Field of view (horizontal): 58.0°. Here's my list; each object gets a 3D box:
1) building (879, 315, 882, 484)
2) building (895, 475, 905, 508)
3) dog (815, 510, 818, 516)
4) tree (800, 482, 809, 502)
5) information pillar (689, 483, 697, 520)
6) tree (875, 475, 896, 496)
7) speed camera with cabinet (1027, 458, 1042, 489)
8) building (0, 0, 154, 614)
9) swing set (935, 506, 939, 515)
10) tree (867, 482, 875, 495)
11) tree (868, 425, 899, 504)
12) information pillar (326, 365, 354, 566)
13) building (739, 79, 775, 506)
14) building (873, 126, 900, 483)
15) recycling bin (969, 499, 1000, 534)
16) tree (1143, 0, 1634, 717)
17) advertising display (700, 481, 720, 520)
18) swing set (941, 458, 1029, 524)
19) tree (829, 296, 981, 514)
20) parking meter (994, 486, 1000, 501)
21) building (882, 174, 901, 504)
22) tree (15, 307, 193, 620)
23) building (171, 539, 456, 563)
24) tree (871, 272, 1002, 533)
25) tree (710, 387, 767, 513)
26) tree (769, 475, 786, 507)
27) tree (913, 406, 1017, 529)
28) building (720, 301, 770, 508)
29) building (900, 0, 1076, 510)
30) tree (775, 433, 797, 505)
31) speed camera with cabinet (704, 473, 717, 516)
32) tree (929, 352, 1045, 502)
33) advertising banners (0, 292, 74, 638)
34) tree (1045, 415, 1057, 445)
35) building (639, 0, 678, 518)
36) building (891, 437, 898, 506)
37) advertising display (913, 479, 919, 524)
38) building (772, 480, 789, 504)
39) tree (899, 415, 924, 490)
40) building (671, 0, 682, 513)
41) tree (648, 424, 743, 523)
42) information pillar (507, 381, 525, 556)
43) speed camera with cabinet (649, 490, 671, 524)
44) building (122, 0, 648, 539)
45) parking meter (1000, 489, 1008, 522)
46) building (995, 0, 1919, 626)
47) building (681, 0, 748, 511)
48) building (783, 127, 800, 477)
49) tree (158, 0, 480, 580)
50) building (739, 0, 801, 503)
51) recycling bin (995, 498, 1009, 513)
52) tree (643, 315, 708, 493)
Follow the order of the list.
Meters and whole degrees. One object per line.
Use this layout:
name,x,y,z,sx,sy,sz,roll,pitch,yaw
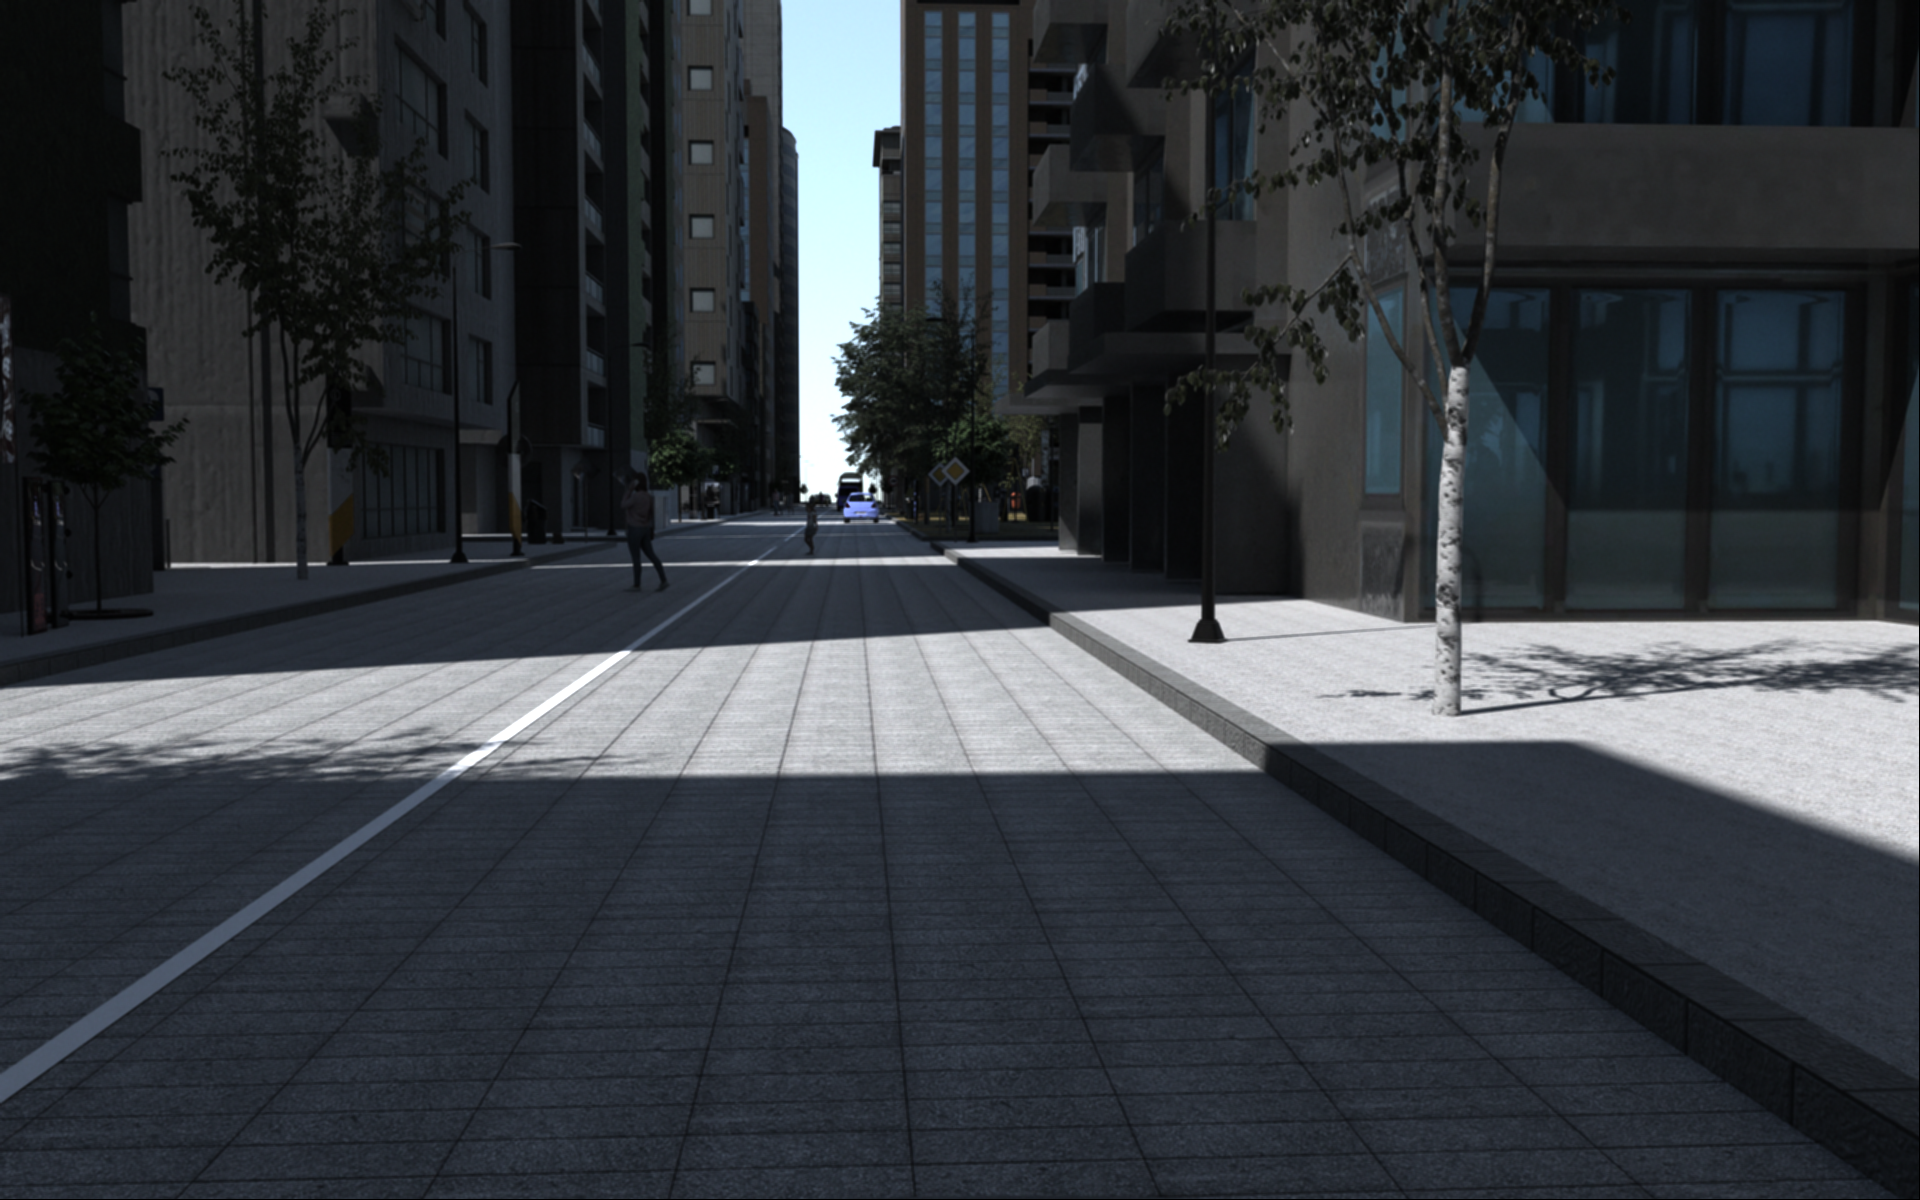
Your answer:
building,-1.649,-37.856,273.572,22.147,44.769,28.867,0,4,-4
building,10.218,-28.724,161.517,32.217,40.220,23.993,0,4,-4
dog,-9.595,-5.758,114.337,0.550,0.427,0.748,0,4,5
tree,-23.880,-16.575,265.608,1.663,3.219,1.824,0,3,0
information pillar,-13.445,-5.063,87.278,0.304,2.012,0.304,2,4,28
tree,-6.642,-10.012,158.291,1.663,3.219,1.824,0,3,0
speed camera with cabinet,4.714,-6.193,95.588,2.038,3.252,0.660,3,4,36
building,-17.076,-14.840,14.344,14.160,30.474,14.107,0,4,-4
swing set,0.389,-6.532,104.421,2.862,2.851,3.119,-2,4,-24
tree,-13.812,-17.115,274.437,1.663,3.219,1.824,0,3,0
tree,-3.566,-10.944,129.302,4.737,8.622,4.395,0,3,0
information pillar,-11.185,-2.438,31.214,0.183,3.616,0.504,2,4,33
building,-27.786,-33.080,190.963,14.600,45.320,14.200,0,4,-4
building,2.214,-40.131,245.385,28.713,52.752,27.495,0,4,-4
recycling bin,0.769,-2.645,55.801,0.722,1.027,0.722,-2,4,-35
tree,2.775,-3.650,10.033,4.360,8.622,3.978,0,3,0
advertising display,-12.564,-5.012,87.154,0.974,1.923,0.123,-1,4,-15
swing set,1.205,-4.745,75.199,3.119,2.851,2.862,-1,4,-22
tree,-3.730,-12.578,112.298,9.857,13.997,8.962,0,3,0
parking meter,2.445,-6.693,115.145,0.399,1.863,0.255,-1,4,-10
building,-3.021,-33.048,223.932,14.154,41.232,14.086,0,4,-4
tree,-8.909,-1.439,18.122,1.663,3.219,1.824,0,3,0
building,-18.011,-21.646,37.504,14.086,41.232,14.154,0,4,-4
tree,-0.528,-6.551,57.475,4.360,8.622,3.978,0,3,0
tree,-15.297,-10.330,119.264,4.360,8.622,3.978,0,3,0
tree,-18.592,-11.179,177.370,1.663,3.219,1.824,0,3,0
tree,-0.180,-5.180,68.404,4.285,4.588,4.351,0,3,0
building,-33.142,-19.816,169.037,27.650,21.520,28.899,0,4,-4
building,2.236,-30.071,141.768,14.600,45.320,14.200,0,4,-4
tree,-20.943,-15.520,204.111,4.360,8.622,3.978,0,3,0
speed camera with cabinet,-14.453,-6.489,100.438,0.660,3.252,2.038,-1,4,-12
tree,1.257,-8.465,88.762,4.737,8.622,4.395,0,3,0
advertising banners,-8.506,-1.205,15.898,0.090,3.025,2.074,-1,4,-13
tree,3.856,-9.150,99.969,4.737,8.622,4.395,0,3,0
building,-22.368,-19.399,88.867,14.160,30.474,14.107,0,4,-4
building,3.983,-53.489,187.215,22.319,86.520,31.000,0,4,-4
advertising display,-1.881,-4.206,73.986,0.123,1.923,0.974,0,4,-7
building,-38.520,-32.484,222.987,32.217,40.220,23.993,0,4,-4
tree,-1.173,-10.534,122.593,4.737,8.622,4.395,0,3,0
building,-25.315,-28.151,110.386,14.600,45.320,14.200,0,4,-4
tree,-12.724,-5.771,78.068,4.285,4.588,4.351,0,3,0
information pillar,-9.177,-2.712,35.689,0.183,3.616,0.504,0,4,6
speed camera with cabinet,-13.367,-4.875,74.041,0.660,3.252,2.038,3,5,43
building,-18.758,-22.968,59.120,14.154,41.232,14.086,0,4,-4
parking meter,2.040,-4.387,80.132,0.372,1.533,0.369,0,3,0
building,13.139,-25.051,29.189,23.786,49.044,30.456,0,4,-4
building,-31.553,-33.685,139.984,28.713,52.752,27.495,0,4,-4
building,-36.031,-44.515,269.816,21.231,58.520,28.212,0,4,-4
tree,-9.659,-4.610,25.735,4.737,8.622,4.395,0,3,0
building,-33.200,-49.354,245.193,20.563,71.187,20.611,0,4,-4
recycling bin,2.763,-6.230,114.411,0.722,1.027,0.722,2,4,26
tree,-12.453,-7.323,70.088,4.737,8.622,4.395,0,3,0
